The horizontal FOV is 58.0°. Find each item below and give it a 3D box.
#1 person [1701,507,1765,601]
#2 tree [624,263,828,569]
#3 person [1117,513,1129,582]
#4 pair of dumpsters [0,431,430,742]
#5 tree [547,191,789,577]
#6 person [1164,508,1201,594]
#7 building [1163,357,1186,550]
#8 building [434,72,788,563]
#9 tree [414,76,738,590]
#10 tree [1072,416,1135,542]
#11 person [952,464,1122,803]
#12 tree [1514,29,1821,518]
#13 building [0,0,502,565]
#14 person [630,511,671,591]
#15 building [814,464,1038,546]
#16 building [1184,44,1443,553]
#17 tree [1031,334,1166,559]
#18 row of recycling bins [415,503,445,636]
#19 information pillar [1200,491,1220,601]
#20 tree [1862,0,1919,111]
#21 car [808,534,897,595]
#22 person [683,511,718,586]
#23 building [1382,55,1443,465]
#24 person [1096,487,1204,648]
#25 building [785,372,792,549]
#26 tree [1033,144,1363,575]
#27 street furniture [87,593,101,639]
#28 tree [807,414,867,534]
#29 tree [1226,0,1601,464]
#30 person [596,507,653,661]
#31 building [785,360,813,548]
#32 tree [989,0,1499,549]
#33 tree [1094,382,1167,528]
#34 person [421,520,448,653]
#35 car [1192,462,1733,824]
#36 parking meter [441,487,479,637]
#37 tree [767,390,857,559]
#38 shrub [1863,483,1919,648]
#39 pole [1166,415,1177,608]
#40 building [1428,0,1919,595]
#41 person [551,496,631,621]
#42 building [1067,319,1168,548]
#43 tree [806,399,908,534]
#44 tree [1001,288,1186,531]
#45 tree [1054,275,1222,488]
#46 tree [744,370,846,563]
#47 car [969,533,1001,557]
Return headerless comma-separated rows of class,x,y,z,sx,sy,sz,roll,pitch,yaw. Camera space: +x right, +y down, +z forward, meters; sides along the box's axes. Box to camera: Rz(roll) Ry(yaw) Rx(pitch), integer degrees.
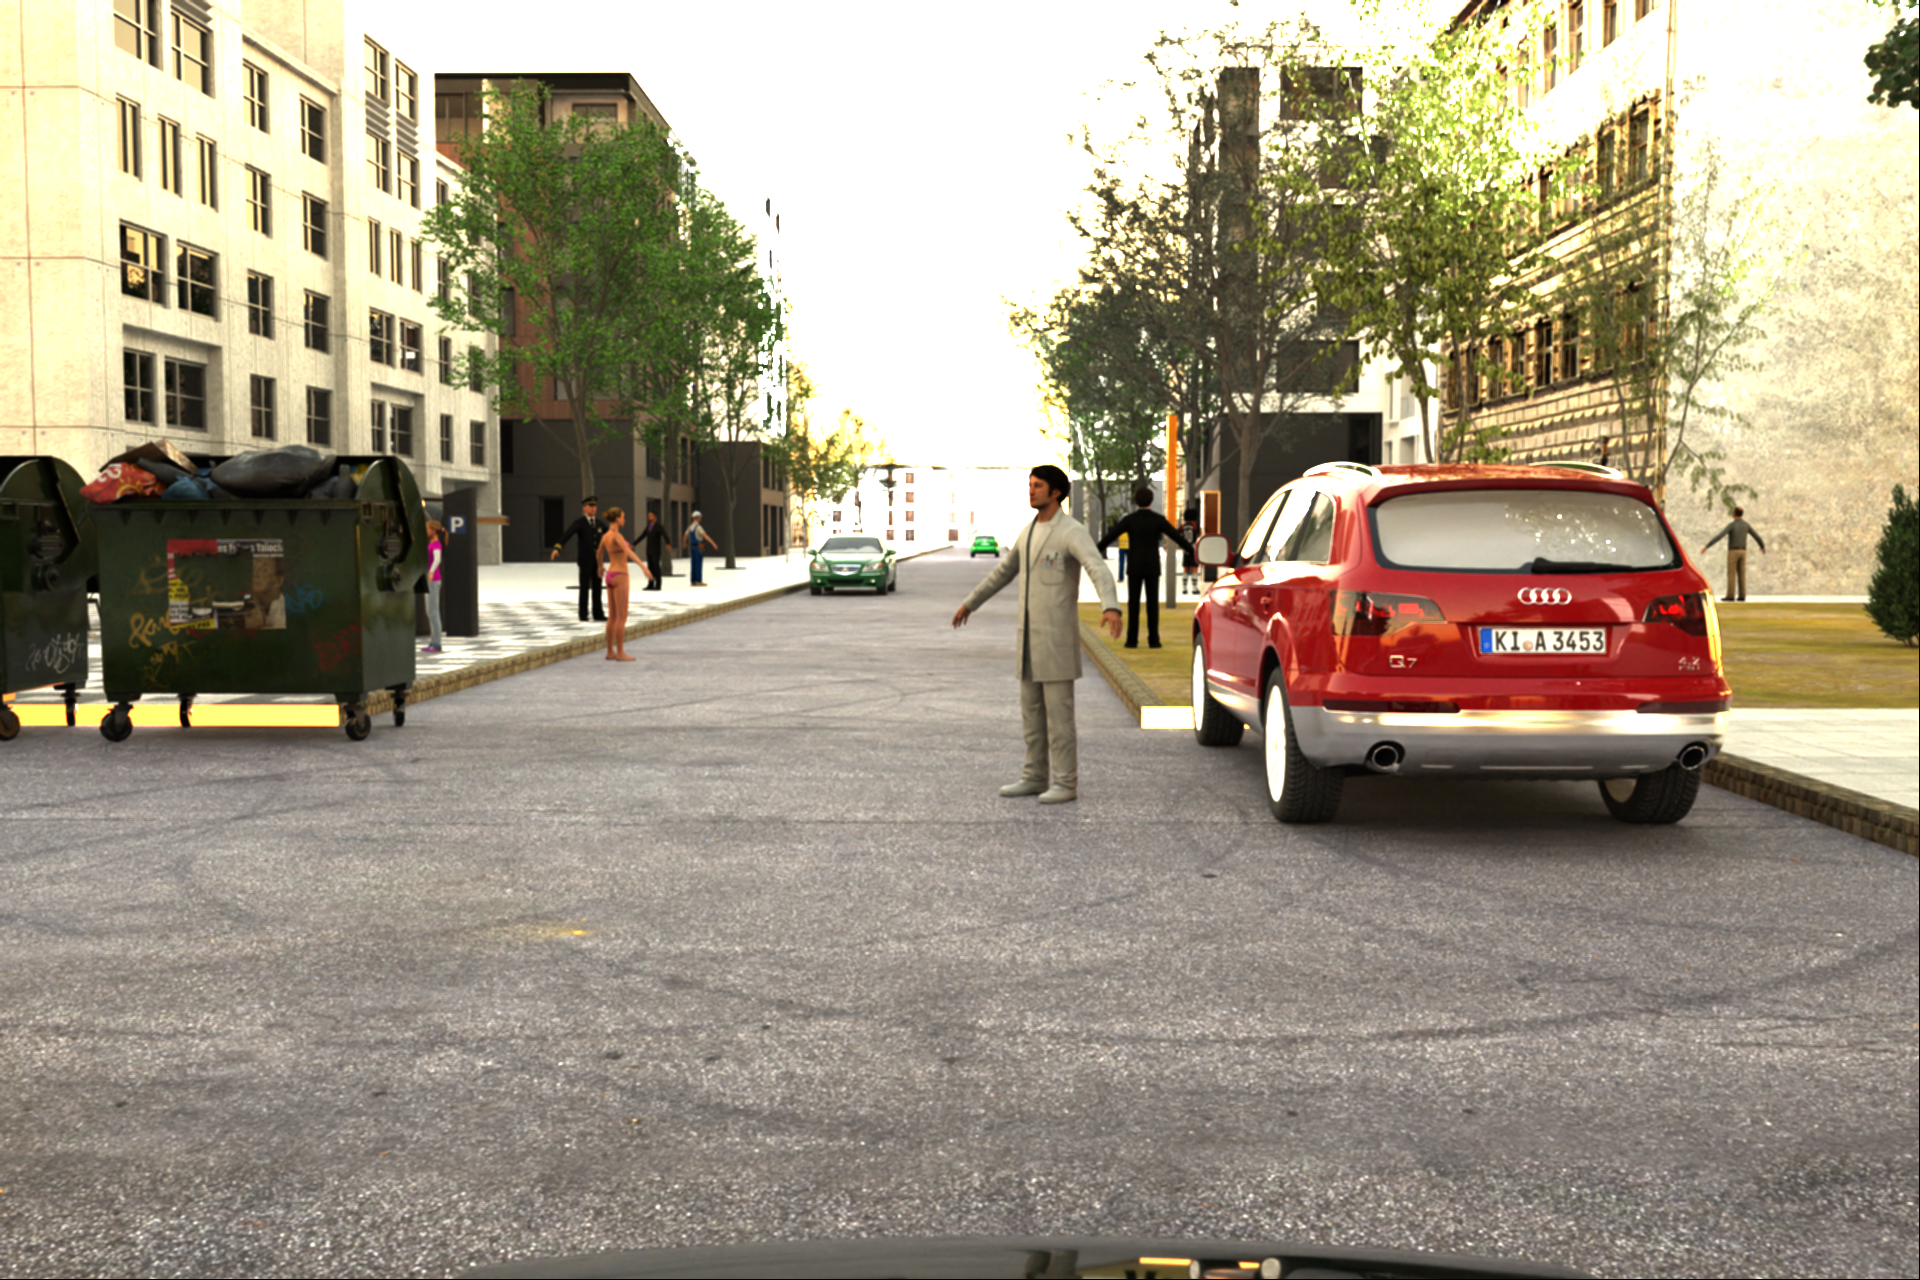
person,14.820,-1.640,33.082,1.348,1.796,0.705,-1,4,-11
tree,-8.482,-8.414,63.321,9.928,11.665,9.643,0,3,0
person,4.413,-2.457,46.144,1.349,1.833,0.705,0,4,-4
pair of dumpsters,-6.201,-0.454,12.373,4.436,2.255,1.574,0,4,1
tree,-8.731,-7.723,52.024,9.928,11.665,9.643,0,3,0
person,4.940,-1.886,36.977,1.345,1.843,0.704,2,4,31
building,26.778,-18.989,141.405,19.493,23.208,18.063,0,4,2
building,-24.946,-15.250,93.310,27.936,21.610,32.646,0,4,0
tree,-8.814,-7.010,40.371,9.928,11.665,9.643,0,3,0
tree,7.701,-8.879,95.530,4.360,8.622,3.978,0,3,0
person,0.450,-0.045,9.373,0.705,1.806,1.347,-3,4,-38
tree,10.242,-4.633,26.112,4.360,8.622,3.978,0,3,0
building,-27.647,-11.529,54.955,16.747,18.905,31.486,0,4,2
person,-6.990,-2.027,39.370,1.346,1.802,0.704,3,4,39
building,-3.512,-16.126,208.271,28.070,9.664,9.099,0,4,-4
building,25.294,-14.976,88.838,27.936,21.610,32.646,0,4,1
tree,7.163,-9.910,87.781,9.928,11.665,9.643,0,3,0
row of recycling bins,-7.145,-0.938,22.454,1.069,1.692,3.534,0,4,1
information pillar,4.293,-1.544,29.742,0.304,2.012,0.304,0,4,2
tree,8.607,-6.279,9.318,9.857,13.997,8.962,0,3,0
car,-2.569,-1.857,42.158,2.131,1.459,4.920,0,4,2
person,-6.480,-2.259,42.789,1.347,1.847,0.705,3,5,45
building,22.527,-13.061,69.971,16.016,20.090,11.380,0,4,1
person,2.070,-0.816,19.530,1.347,1.806,0.705,0,4,5
building,-23.226,-16.452,135.453,16.747,18.905,31.486,0,4,0
tree,7.353,-8.780,53.917,12.009,13.543,11.850,0,3,0
street furniture,-24.647,-1.079,22.667,27.439,1.986,14.083,1,4,19
tree,-7.542,-9.549,106.496,4.737,8.622,4.395,0,3,0
tree,5.483,-4.271,20.190,4.737,8.622,4.395,0,3,0
person,-3.830,-0.638,19.693,0.721,1.733,1.217,-3,4,-38
building,-24.347,-20.219,161.510,19.493,23.208,18.063,0,4,2
tree,6.187,-7.764,37.310,12.009,13.543,11.850,0,3,0
tree,7.807,-7.818,78.183,4.737,8.622,4.395,0,3,0
person,-5.786,-0.583,18.802,0.599,1.433,0.991,-1,4,-22
car,2.592,-0.089,10.121,2.281,1.827,5.304,0,4,1
parking meter,-6.265,-0.977,21.685,0.399,1.863,0.255,0,4,1
tree,-7.705,-8.434,88.258,4.737,8.622,4.395,0,3,0
shrub,11.066,-0.925,19.539,1.690,2.028,1.600,0,3,0
pole,3.644,-2.202,29.851,0.158,3.312,0.155,0,3,0
building,24.016,-13.060,44.457,19.493,23.208,18.063,0,4,1
person,-5.443,-1.201,25.578,1.347,1.837,0.705,-3,4,-39
building,24.957,-20.465,178.576,27.936,21.610,32.646,0,4,2
tree,-7.034,-11.343,119.875,7.601,10.594,8.767,1,4,15
tree,9.189,-15.932,116.378,12.611,20.169,13.585,0,3,0
tree,7.273,-8.759,68.957,9.928,11.665,9.643,0,3,0
tree,-7.926,-7.747,77.023,4.360,8.622,3.978,0,3,0
car,1.557,-6.063,107.930,1.959,1.807,4.718,0,4,1
